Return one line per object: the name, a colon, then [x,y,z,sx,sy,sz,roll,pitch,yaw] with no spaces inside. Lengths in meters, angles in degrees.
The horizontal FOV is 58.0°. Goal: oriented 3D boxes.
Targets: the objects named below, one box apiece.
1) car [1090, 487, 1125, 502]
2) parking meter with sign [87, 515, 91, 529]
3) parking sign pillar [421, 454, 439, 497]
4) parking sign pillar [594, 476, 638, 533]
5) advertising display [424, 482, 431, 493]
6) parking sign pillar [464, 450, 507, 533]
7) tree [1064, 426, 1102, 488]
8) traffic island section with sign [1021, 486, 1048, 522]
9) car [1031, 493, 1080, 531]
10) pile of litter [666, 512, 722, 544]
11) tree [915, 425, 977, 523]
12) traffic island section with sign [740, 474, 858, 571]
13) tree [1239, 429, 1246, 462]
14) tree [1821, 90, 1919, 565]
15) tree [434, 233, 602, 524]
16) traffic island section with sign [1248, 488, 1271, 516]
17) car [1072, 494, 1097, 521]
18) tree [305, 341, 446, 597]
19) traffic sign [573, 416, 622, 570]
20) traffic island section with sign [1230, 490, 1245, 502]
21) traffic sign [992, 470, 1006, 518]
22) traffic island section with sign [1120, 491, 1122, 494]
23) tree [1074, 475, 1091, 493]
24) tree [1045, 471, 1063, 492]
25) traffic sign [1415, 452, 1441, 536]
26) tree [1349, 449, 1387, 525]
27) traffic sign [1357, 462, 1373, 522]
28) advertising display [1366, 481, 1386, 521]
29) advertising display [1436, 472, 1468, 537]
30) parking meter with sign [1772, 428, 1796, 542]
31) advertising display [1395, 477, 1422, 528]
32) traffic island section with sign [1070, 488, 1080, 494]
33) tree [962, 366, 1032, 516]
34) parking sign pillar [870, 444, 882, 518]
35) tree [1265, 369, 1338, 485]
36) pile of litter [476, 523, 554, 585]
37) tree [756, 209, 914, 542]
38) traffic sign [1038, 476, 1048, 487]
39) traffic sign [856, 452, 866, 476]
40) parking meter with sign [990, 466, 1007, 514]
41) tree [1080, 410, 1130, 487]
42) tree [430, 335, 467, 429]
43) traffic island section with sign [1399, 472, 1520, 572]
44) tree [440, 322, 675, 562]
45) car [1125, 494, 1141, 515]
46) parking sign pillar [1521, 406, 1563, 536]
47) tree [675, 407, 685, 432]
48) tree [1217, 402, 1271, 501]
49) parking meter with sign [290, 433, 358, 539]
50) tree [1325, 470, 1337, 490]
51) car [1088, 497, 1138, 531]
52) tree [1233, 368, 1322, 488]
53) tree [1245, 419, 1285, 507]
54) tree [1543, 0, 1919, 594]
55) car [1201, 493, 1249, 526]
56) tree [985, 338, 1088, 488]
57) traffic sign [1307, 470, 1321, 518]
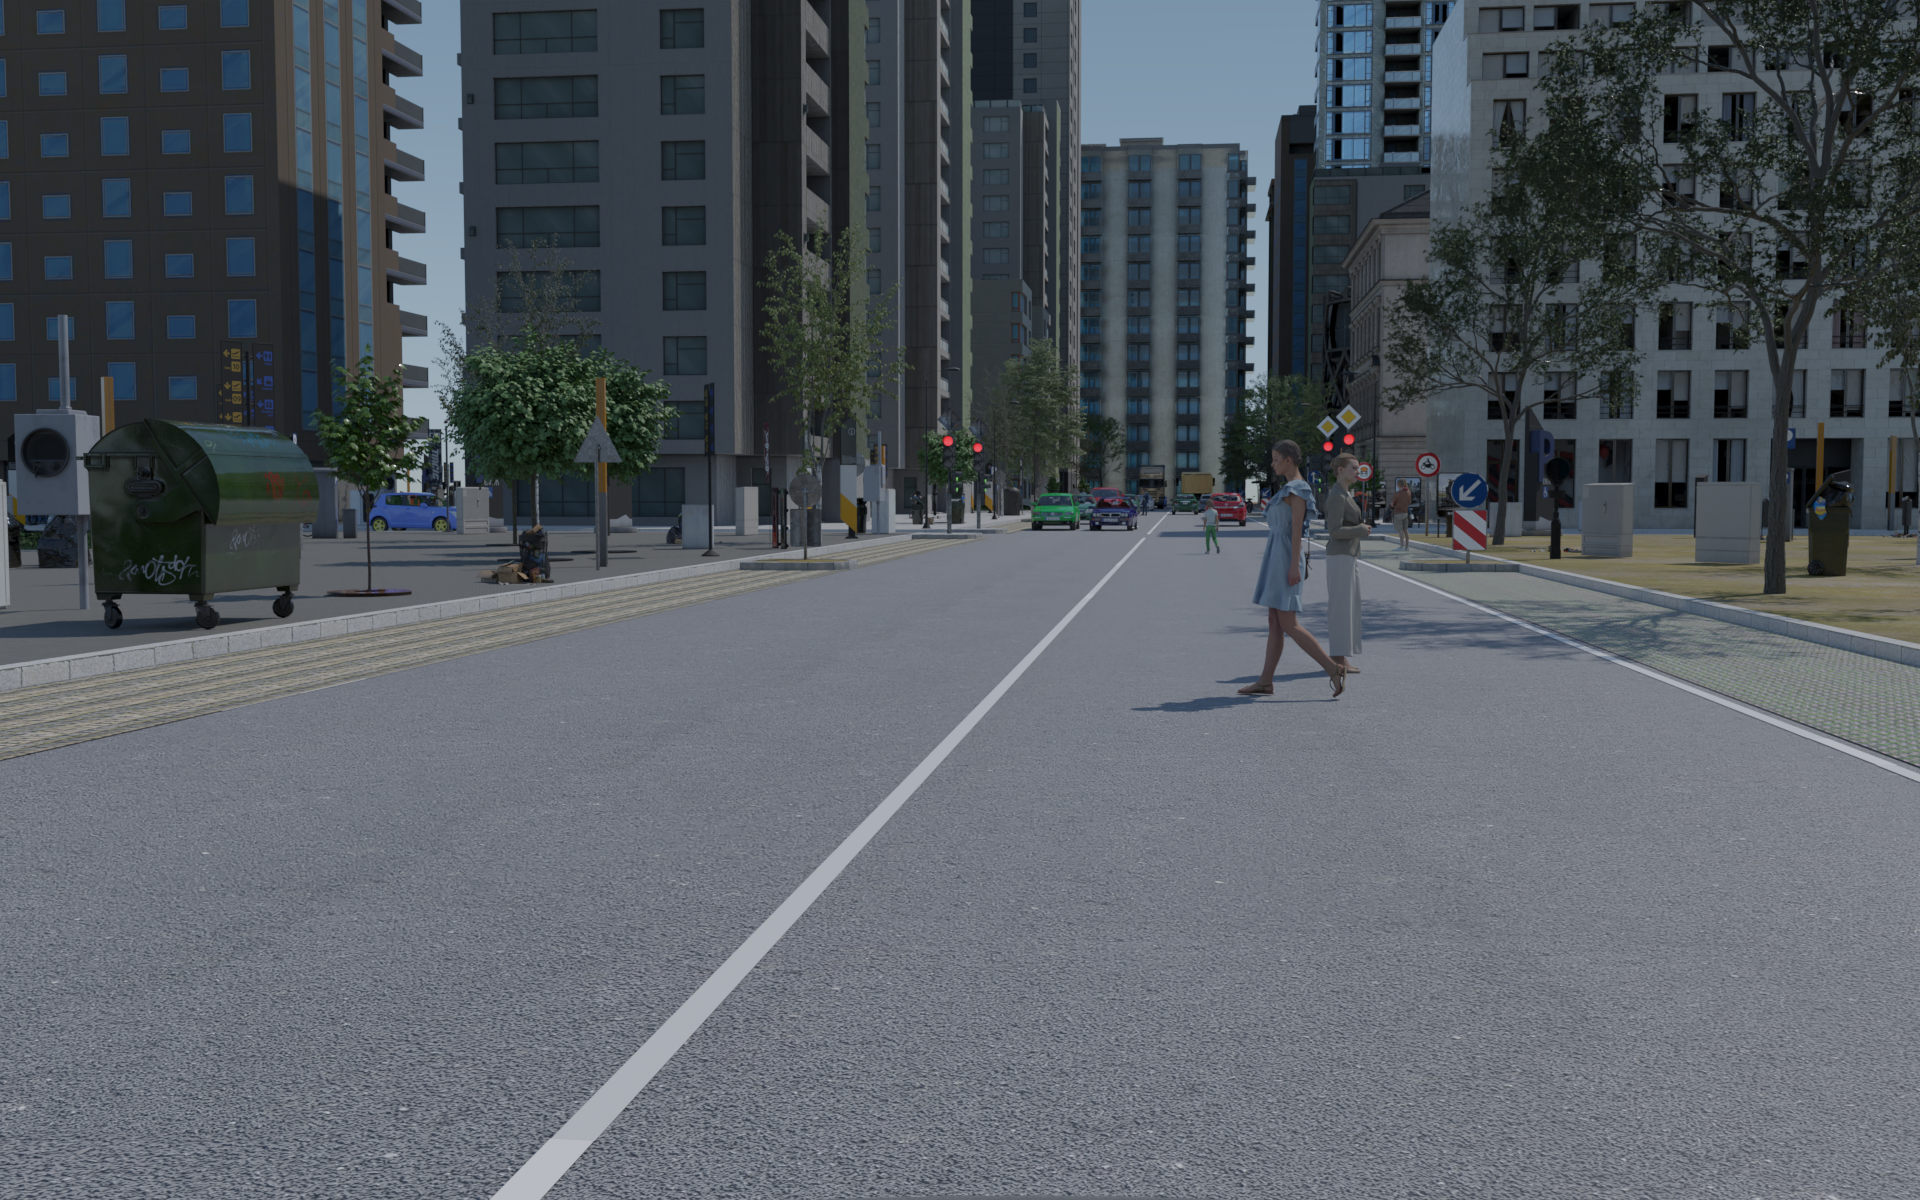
car: [8.063,-5.365,96.395,2.281,1.827,5.304,0,4,8]
parking meter with sign: [-23.529,-3.191,48.440,1.738,3.016,0.543,-3,5,-43]
parking sign pillar: [-35.053,-7.734,114.928,1.447,3.967,1.447,1,4,18]
parking sign pillar: [-11.395,-4.206,57.247,1.447,3.967,1.447,1,4,23]
advertising display: [-29.394,-5.531,95.651,0.123,1.923,0.974,0,4,0]
parking sign pillar: [-15.837,-4.229,57.621,1.447,3.967,1.447,2,4,32]
tree: [13.065,-14.398,185.765,4.360,8.622,3.978,0,3,0]
traffic island section with sign: [4.179,-4.872,88.289,1.989,1.847,2.006,0,4,7]
car: [3.855,-3.709,69.438,1.959,1.807,4.718,0,4,7]
pile of litter: [-6.901,-1.893,44.917,1.719,0.858,1.176,-2,4,-35]
tree: [-0.430,-5.720,77.229,4.285,4.588,4.351,0,3,0]
traffic island section with sign: [-3.018,-1.501,33.165,1.989,1.847,2.006,0,4,7]
tree: [30.396,-13.819,176.302,4.360,8.622,3.978,0,3,0]
tree: [17.390,-4.929,30.947,4.360,8.622,3.978,0,3,0]
tree: [-12.117,-5.995,48.381,4.360,8.622,3.978,0,3,0]
traffic island section with sign: [19.918,-6.424,113.658,1.989,1.847,2.006,0,4,7]
car: [5.747,-4.354,82.994,2.131,1.459,4.920,0,4,7]
tree: [-7.393,-1.676,22.011,1.663,3.219,1.824,0,3,0]
traffic sign: [-6.082,-1.775,29.028,0.884,2.594,0.081,1,4,16]
traffic island section with sign: [26.445,-9.479,163.611,1.989,1.847,2.006,0,4,7]
traffic sign: [2.080,-5.670,92.805,0.768,2.556,0.104,1,4,9]
traffic island section with sign: [17.794,-11.251,192.579,1.989,1.847,2.006,0,4,7]
tree: [12.063,-10.858,172.130,1.663,3.219,1.824,0,3,0]
tree: [7.282,-8.754,137.726,1.663,3.219,1.824,0,3,0]
traffic sign: [14.251,-3.223,52.810,0.768,2.556,0.104,1,4,12]
tree: [17.071,-4.790,72.926,1.663,3.219,1.824,0,3,0]
traffic sign: [16.054,-4.206,68.871,0.768,2.556,0.104,1,4,12]
advertising display: [20.141,-4.812,83.886,0.974,1.923,0.123,1,4,12]
advertising display: [14.635,-2.826,51.419,0.974,1.923,0.123,0,4,0]
parking meter with sign: [22.225,-3.082,46.659,0.543,3.016,1.738,2,4,29]
advertising display: [16.958,-3.692,65.583,0.974,1.923,0.123,2,4,26]
traffic island section with sign: [7.678,-6.507,115.017,1.989,1.847,2.006,0,4,7]
tree: [2.246,-9.071,98.678,4.360,8.622,3.978,0,3,0]
parking sign pillar: [-4.823,-6.485,94.506,1.447,3.967,1.447,1,4,17]
tree: [20.457,-9.300,102.414,4.737,8.622,4.395,0,3,0]
pile of litter: [-6.450,-0.686,25.176,1.176,0.858,1.719,0,4,-1]
tree: [-3.575,-5.843,45.895,4.737,8.622,4.395,0,3,0]
traffic sign: [5.737,-7.329,119.932,0.768,2.556,0.104,1,4,13]
traffic sign: [-3.197,-3.160,51.780,0.768,2.556,0.104,1,4,17]
parking meter with sign: [2.636,-6.939,109.712,0.543,3.016,1.738,2,4,35]
tree: [17.530,-17.727,215.585,9.928,11.665,9.643,0,3,0]
tree: [-22.239,-7.901,79.545,4.737,8.622,4.395,0,3,0]
traffic island section with sign: [9.340,-1.463,32.554,1.989,1.847,2.006,0,4,7]
tree: [-8.172,-3.031,33.276,4.285,4.588,4.351,0,3,0]
car: [11.722,-6.735,121.913,2.131,1.459,4.920,0,4,8]
parking sign pillar: [17.796,-3.958,53.183,1.447,3.967,1.447,3,5,42]
tree: [-7.746,-3.318,37.969,4.285,4.588,4.351,0,3,0]
tree: [35.424,-18.036,213.011,7.486,12.596,7.792,0,3,0]
parking meter with sign: [-18.326,-3.283,49.944,1.738,3.016,0.543,-1,4,-10]
tree: [17.634,-5.226,80.045,1.663,3.219,1.824,0,3,0]
car: [6.111,-3.434,68.721,1.945,1.354,3.894,1,4,9]
tree: [26.293,-13.220,141.902,9.928,11.665,9.643,0,3,0]
tree: [28.459,-12.725,158.415,4.360,8.622,3.978,0,3,0]
tree: [10.225,-5.349,21.867,7.601,10.594,8.767,-2,4,-35]
car: [11.959,-4.223,78.094,2.155,1.783,4.494,0,4,7]
tree: [5.585,-12.678,125.412,7.486,12.596,7.792,0,3,0]
traffic sign: [18.945,-5.654,92.543,0.768,2.556,0.104,1,4,9]
